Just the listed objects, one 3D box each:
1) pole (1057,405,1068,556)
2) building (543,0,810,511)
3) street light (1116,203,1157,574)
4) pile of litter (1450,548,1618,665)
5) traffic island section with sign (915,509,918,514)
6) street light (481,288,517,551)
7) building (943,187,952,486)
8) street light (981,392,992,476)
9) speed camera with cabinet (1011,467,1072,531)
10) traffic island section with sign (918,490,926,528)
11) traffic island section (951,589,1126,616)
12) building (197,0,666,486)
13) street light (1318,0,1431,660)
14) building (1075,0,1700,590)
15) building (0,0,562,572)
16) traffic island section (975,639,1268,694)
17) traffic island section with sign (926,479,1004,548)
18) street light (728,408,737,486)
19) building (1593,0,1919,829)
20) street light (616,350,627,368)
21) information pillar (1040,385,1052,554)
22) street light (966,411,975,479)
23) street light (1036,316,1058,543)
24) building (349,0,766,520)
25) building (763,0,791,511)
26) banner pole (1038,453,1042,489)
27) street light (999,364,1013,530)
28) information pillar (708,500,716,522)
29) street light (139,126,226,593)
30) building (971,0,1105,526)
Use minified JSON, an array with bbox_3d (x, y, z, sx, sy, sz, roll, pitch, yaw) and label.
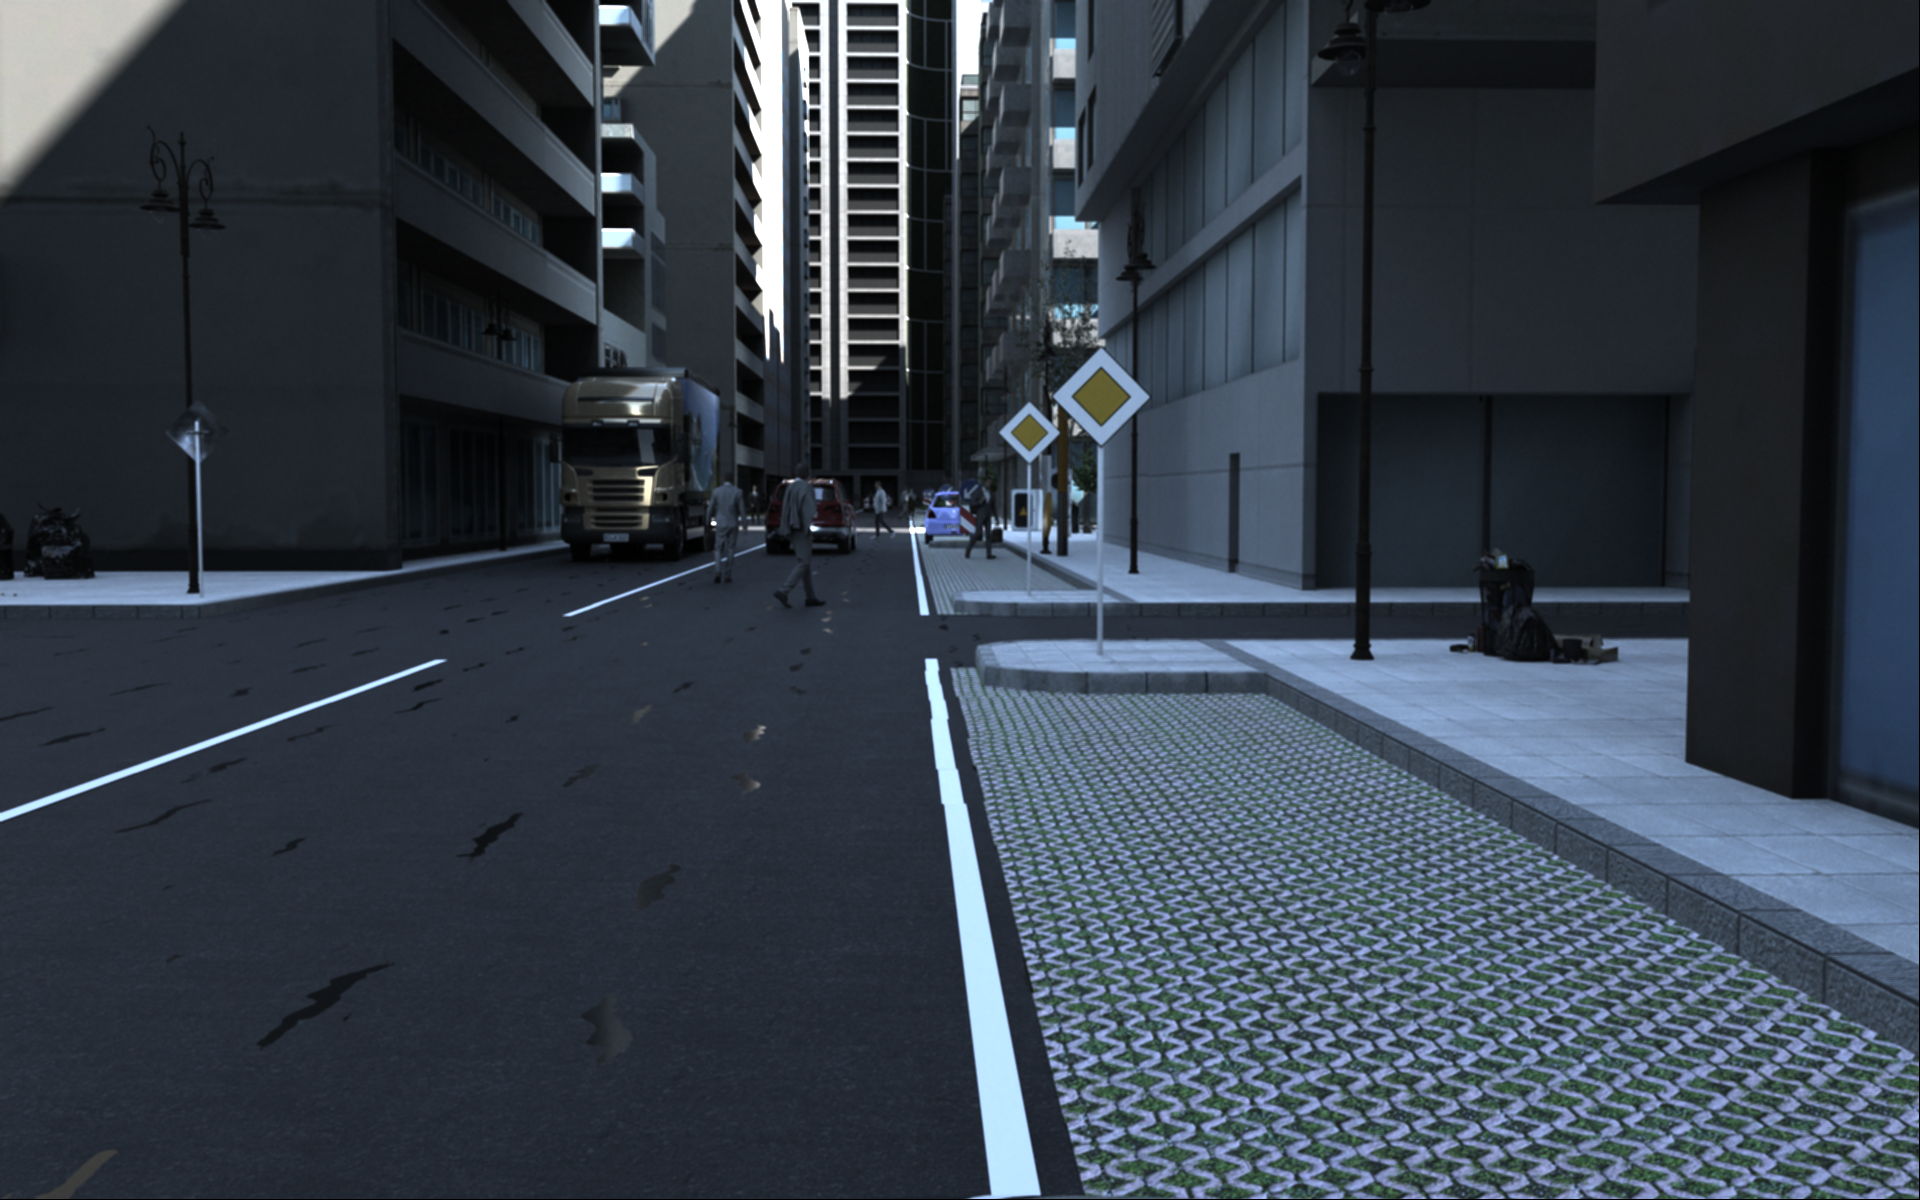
[{"bbox_3d":[2.123,-2.565,35.779,0.158,3.312,0.155,0,3,0],"label":"pole"},{"bbox_3d":[-25.138,-32.863,161.006,21.600,48.544,21.300,0,4,-2],"label":"building"},{"bbox_3d":[2.810,-3.367,27.836,0.468,5.910,1.993,0,4,-2],"label":"street light"},{"bbox_3d":[4.566,0.008,13.842,1.176,0.858,1.719,0,4,3],"label":"pile of litter"},{"bbox_3d":[-2.212,-7.055,123.970,1.989,1.847,2.006,0,4,-2],"label":"traffic island section with sign"},{"bbox_3d":[-10.346,-4.051,39.026,0.468,5.910,1.993,0,4,-2],"label":"street light"},{"bbox_3d":[5.402,-24.085,165.498,14.160,30.474,14.107,0,4,-2],"label":"building"},{"bbox_3d":[1.199,-6.468,78.547,0.468,5.910,1.993,0,4,-2],"label":"street light"},{"bbox_3d":[2.824,-4.021,60.076,2.038,3.252,0.660,1,4,22],"label":"speed camera with cabinet"},{"bbox_3d":[-0.681,-3.974,73.607,1.989,1.847,2.006,0,4,-2],"label":"traffic island section with sign"},{"bbox_3d":[0.911,0.032,21.764,2.009,0.180,2.903,0,4,-2],"label":"traffic island section"},{"bbox_3d":[-23.935,-46.445,72.052,22.319,86.520,31.000,0,4,-2],"label":"building"},{"bbox_3d":[3.126,-2.477,13.285,0.468,5.910,1.993,0,4,-2],"label":"street light"},{"bbox_3d":[16.455,-27.133,32.869,27.495,52.752,28.713,0,4,-2],"label":"building"},{"bbox_3d":[-20.488,-25.307,37.468,21.300,48.544,21.600,0,4,-2],"label":"building"},{"bbox_3d":[1.156,0.520,13.783,2.009,0.180,2.903,0,4,-2],"label":"traffic island section"},{"bbox_3d":[0.165,-2.307,46.351,1.989,1.847,2.006,0,4,-2],"label":"traffic island section with sign"},{"bbox_3d":[-11.958,-7.233,91.042,0.468,5.910,1.993,0,4,-2],"label":"street light"},{"bbox_3d":[10.221,-21.425,0.415,14.600,45.320,14.200,0,4,-2],"label":"building"},{"bbox_3d":[-10.865,-5.077,55.790,0.468,5.910,1.993,0,4,-2],"label":"street light"},{"bbox_3d":[1.856,-2.794,37.032,0.183,3.616,0.504,-1,4,-10],"label":"information pillar"},{"bbox_3d":[0.585,-7.541,96.088,0.468,5.910,1.993,0,4,-2],"label":"street light"},{"bbox_3d":[2.250,-4.418,45.020,0.468,5.910,1.993,0,4,-2],"label":"street light"},{"bbox_3d":[-23.582,-29.511,106.211,21.300,48.544,21.600,0,4,-2],"label":"building"},{"bbox_3d":[-21.093,-29.936,139.561,14.600,45.320,14.200,0,4,-2],"label":"building"},{"bbox_3d":[2.909,-4.458,62.897,0.401,3.779,0.863,1,4,13],"label":"banner pole"},{"bbox_3d":[1.625,-5.443,61.780,0.468,5.910,1.993,0,4,-2],"label":"street light"},{"bbox_3d":[-11.267,-4.533,78.602,0.304,2.012,0.304,1,4,9],"label":"information pillar"},{"bbox_3d":[-9.922,-3.026,22.260,0.468,5.910,1.993,0,4,-2],"label":"street light"},{"bbox_3d":[12.694,-28.239,81.313,23.786,49.044,30.456,0,4,-2],"label":"building"}]
